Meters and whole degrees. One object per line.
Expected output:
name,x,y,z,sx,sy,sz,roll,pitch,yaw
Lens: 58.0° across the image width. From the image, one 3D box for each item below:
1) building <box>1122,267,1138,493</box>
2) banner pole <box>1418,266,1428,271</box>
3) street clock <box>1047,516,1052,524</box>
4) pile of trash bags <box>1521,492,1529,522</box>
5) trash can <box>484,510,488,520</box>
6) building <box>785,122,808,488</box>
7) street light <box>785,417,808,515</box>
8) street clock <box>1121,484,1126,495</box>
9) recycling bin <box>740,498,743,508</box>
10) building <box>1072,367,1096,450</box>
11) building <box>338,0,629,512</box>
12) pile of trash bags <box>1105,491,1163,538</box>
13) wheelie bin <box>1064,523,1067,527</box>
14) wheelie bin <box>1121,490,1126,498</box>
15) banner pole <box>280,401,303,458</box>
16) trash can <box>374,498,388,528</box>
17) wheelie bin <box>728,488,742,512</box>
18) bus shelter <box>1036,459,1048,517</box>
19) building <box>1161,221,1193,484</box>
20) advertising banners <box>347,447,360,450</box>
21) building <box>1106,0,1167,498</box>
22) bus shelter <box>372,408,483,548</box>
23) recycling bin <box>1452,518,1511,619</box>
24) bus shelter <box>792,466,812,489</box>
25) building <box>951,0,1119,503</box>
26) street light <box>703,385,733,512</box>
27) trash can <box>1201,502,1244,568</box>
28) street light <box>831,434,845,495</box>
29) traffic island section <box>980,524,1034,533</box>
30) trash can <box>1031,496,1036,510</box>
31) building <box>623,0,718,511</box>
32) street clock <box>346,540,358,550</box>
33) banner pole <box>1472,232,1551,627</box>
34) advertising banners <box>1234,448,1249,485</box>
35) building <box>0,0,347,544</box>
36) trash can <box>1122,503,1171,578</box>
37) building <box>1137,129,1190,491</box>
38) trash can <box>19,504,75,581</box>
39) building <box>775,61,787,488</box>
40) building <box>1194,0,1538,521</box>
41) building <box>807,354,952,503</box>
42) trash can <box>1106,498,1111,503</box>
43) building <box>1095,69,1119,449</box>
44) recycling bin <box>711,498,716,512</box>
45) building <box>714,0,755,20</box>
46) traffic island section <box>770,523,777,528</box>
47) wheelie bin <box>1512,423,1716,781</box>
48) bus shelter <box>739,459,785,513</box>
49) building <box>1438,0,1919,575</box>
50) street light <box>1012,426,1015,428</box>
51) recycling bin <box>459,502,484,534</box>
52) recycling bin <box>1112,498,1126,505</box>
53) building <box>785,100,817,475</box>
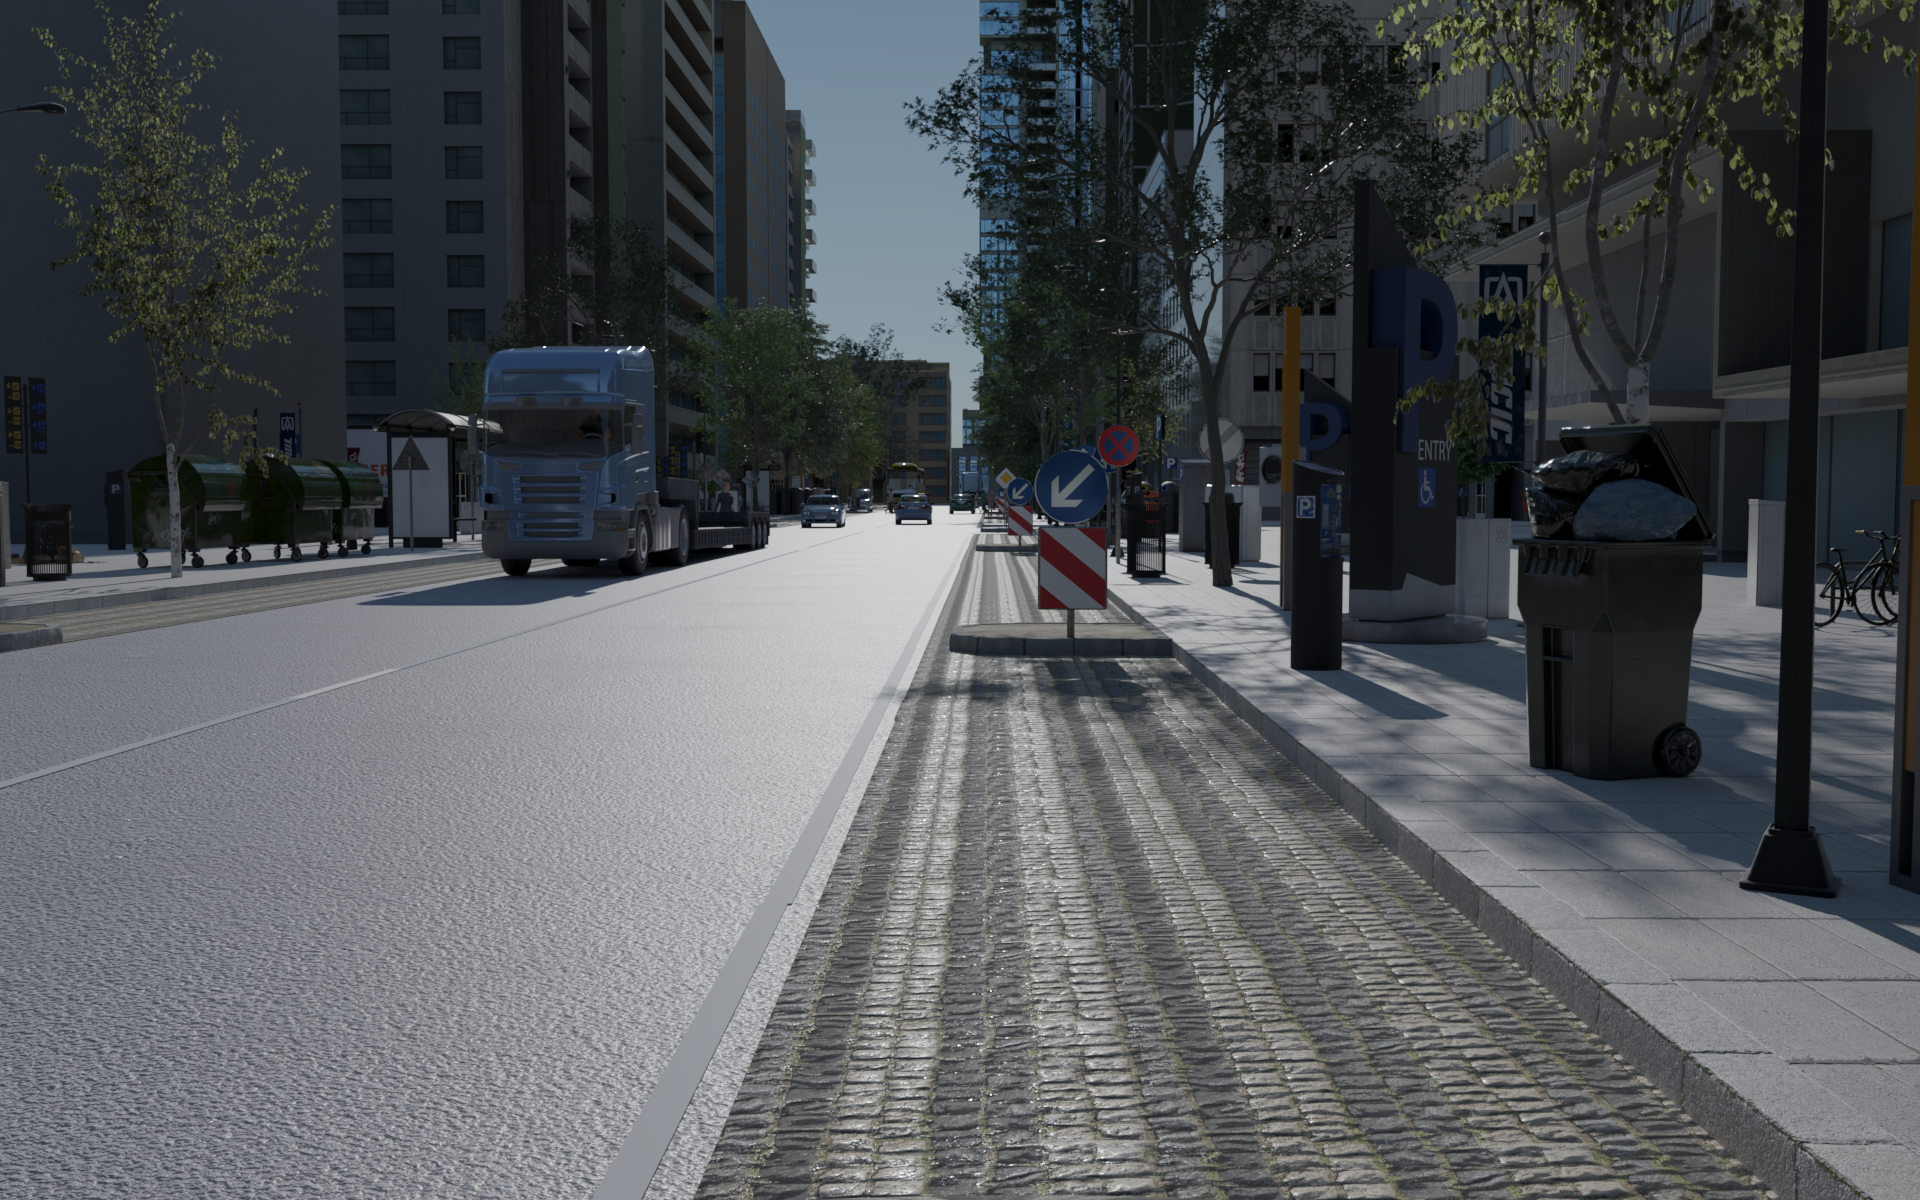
building,19.951,-19.013,140.540,12.332,23.373,15.834,0,4,1
banner pole,4.941,-1.790,19.289,0.401,3.779,0.863,-2,4,-33
street clock,3.814,-4.215,73.486,0.358,2.002,0.471,1,4,12
pile of trash bags,27.566,-4.273,79.614,3.447,1.369,1.912,1,4,10
trash can,-13.105,-2.271,48.784,0.748,1.137,0.748,0,3,0
building,-24.104,-30.669,185.026,14.154,41.232,14.086,0,4,1
street light,-9.822,-8.034,103.893,1.470,5.913,1.316,0,4,1
street clock,11.989,-7.495,127.108,0.358,2.002,0.471,-3,5,-44
recycling bin,-13.688,-5.667,105.209,0.722,1.027,0.722,3,5,41
building,27.585,-21.827,201.905,27.650,21.520,28.899,0,4,1
building,-25.296,-19.350,88.075,14.160,30.474,14.107,0,4,1
pile of trash bags,5.127,-2.505,50.702,1.912,1.369,3.447,-1,4,-16
wheelie bin,4.162,-3.370,63.002,0.980,1.594,0.693,2,4,31
wheelie bin,11.997,-7.162,125.005,0.693,1.594,0.980,0,4,-8
banner pole,-18.014,-3.476,46.847,0.863,3.779,0.401,1,4,13
trash can,-22.115,-3.333,66.152,0.748,1.137,0.748,0,3,0
wheelie bin,-11.678,-4.962,89.038,0.980,1.594,0.693,0,4,4
bus shelter,5.190,-6.079,93.310,2.014,3.302,5.546,0,4,1
building,18.094,-15.228,103.735,10.420,20.320,16.860,0,4,1
advertising banners,-23.516,-4.204,64.919,2.074,3.025,0.090,0,4,-7
building,23.506,-44.188,160.718,20.563,71.187,20.611,0,4,1
bus shelter,-12.834,-3.046,43.732,2.014,3.302,5.546,0,4,1
recycling bin,5.203,-0.332,17.979,0.722,1.027,0.722,-2,4,-31
bus shelter,-11.839,-8.149,127.157,2.014,3.302,5.546,0,4,1
building,14.482,-57.273,249.076,31.000,86.520,22.319,0,4,1
street light,-10.369,-6.204,73.978,1.470,5.913,1.316,0,4,1
trash can,4.558,-1.128,30.096,0.748,1.137,0.748,0,3,0
street light,-9.466,-9.912,134.594,1.470,5.913,1.316,0,4,1
traffic island section,1.775,-2.663,65.816,2.009,0.180,2.903,0,4,1
trash can,6.127,-7.952,141.669,0.748,1.137,0.748,0,3,0
building,-29.436,-30.441,121.407,21.300,48.544,21.600,0,4,1
street clock,-13.971,-2.151,39.733,0.471,2.002,0.358,-3,5,-43
banner pole,5.354,-1.628,16.629,0.863,3.779,0.401,0,4,0
advertising banners,9.927,-4.266,65.944,2.074,3.025,0.090,0,4,4
building,-31.988,-15.725,50.614,24.014,27.812,14.314,0,4,1
trash can,2.873,-0.920,26.688,0.748,1.137,0.748,0,3,0
building,19.420,-18.623,122.500,12.078,24.808,19.932,0,4,1
trash can,-13.517,-0.858,25.686,0.748,1.137,0.748,0,3,0
building,-24.822,-31.834,170.598,14.600,45.320,14.200,0,4,1
building,22.304,-16.431,86.675,19.932,24.808,12.078,0,4,1
building,-15.989,-25.084,255.154,28.899,21.520,27.650,0,4,1
trash can,4.808,-2.930,59.567,0.748,1.137,0.748,0,3,0
building,21.464,-32.383,179.572,14.600,45.320,14.200,0,4,1
recycling bin,-16.334,-6.390,117.028,0.722,1.027,0.722,2,4,31
building,-25.073,-30.946,156.070,14.600,45.320,14.200,0,4,1
traffic island section,-8.924,-3.163,73.995,2.009,0.180,2.903,0,4,1
wheelie bin,2.992,-0.004,7.976,0.693,1.594,0.980,-1,4,-21
bus shelter,-11.670,-6.631,102.334,2.014,3.302,5.546,0,4,1
building,25.338,-26.950,29.872,28.713,52.752,27.495,0,4,1
street light,3.494,-7.044,87.707,1.470,5.913,1.316,0,4,1
recycling bin,-15.757,-2.649,55.863,0.722,1.027,0.722,-1,4,-21
recycling bin,9.517,-5.585,103.870,0.722,1.027,0.722,-1,4,-9
building,-32.660,-35.835,205.516,30.456,49.044,23.786,0,4,1
